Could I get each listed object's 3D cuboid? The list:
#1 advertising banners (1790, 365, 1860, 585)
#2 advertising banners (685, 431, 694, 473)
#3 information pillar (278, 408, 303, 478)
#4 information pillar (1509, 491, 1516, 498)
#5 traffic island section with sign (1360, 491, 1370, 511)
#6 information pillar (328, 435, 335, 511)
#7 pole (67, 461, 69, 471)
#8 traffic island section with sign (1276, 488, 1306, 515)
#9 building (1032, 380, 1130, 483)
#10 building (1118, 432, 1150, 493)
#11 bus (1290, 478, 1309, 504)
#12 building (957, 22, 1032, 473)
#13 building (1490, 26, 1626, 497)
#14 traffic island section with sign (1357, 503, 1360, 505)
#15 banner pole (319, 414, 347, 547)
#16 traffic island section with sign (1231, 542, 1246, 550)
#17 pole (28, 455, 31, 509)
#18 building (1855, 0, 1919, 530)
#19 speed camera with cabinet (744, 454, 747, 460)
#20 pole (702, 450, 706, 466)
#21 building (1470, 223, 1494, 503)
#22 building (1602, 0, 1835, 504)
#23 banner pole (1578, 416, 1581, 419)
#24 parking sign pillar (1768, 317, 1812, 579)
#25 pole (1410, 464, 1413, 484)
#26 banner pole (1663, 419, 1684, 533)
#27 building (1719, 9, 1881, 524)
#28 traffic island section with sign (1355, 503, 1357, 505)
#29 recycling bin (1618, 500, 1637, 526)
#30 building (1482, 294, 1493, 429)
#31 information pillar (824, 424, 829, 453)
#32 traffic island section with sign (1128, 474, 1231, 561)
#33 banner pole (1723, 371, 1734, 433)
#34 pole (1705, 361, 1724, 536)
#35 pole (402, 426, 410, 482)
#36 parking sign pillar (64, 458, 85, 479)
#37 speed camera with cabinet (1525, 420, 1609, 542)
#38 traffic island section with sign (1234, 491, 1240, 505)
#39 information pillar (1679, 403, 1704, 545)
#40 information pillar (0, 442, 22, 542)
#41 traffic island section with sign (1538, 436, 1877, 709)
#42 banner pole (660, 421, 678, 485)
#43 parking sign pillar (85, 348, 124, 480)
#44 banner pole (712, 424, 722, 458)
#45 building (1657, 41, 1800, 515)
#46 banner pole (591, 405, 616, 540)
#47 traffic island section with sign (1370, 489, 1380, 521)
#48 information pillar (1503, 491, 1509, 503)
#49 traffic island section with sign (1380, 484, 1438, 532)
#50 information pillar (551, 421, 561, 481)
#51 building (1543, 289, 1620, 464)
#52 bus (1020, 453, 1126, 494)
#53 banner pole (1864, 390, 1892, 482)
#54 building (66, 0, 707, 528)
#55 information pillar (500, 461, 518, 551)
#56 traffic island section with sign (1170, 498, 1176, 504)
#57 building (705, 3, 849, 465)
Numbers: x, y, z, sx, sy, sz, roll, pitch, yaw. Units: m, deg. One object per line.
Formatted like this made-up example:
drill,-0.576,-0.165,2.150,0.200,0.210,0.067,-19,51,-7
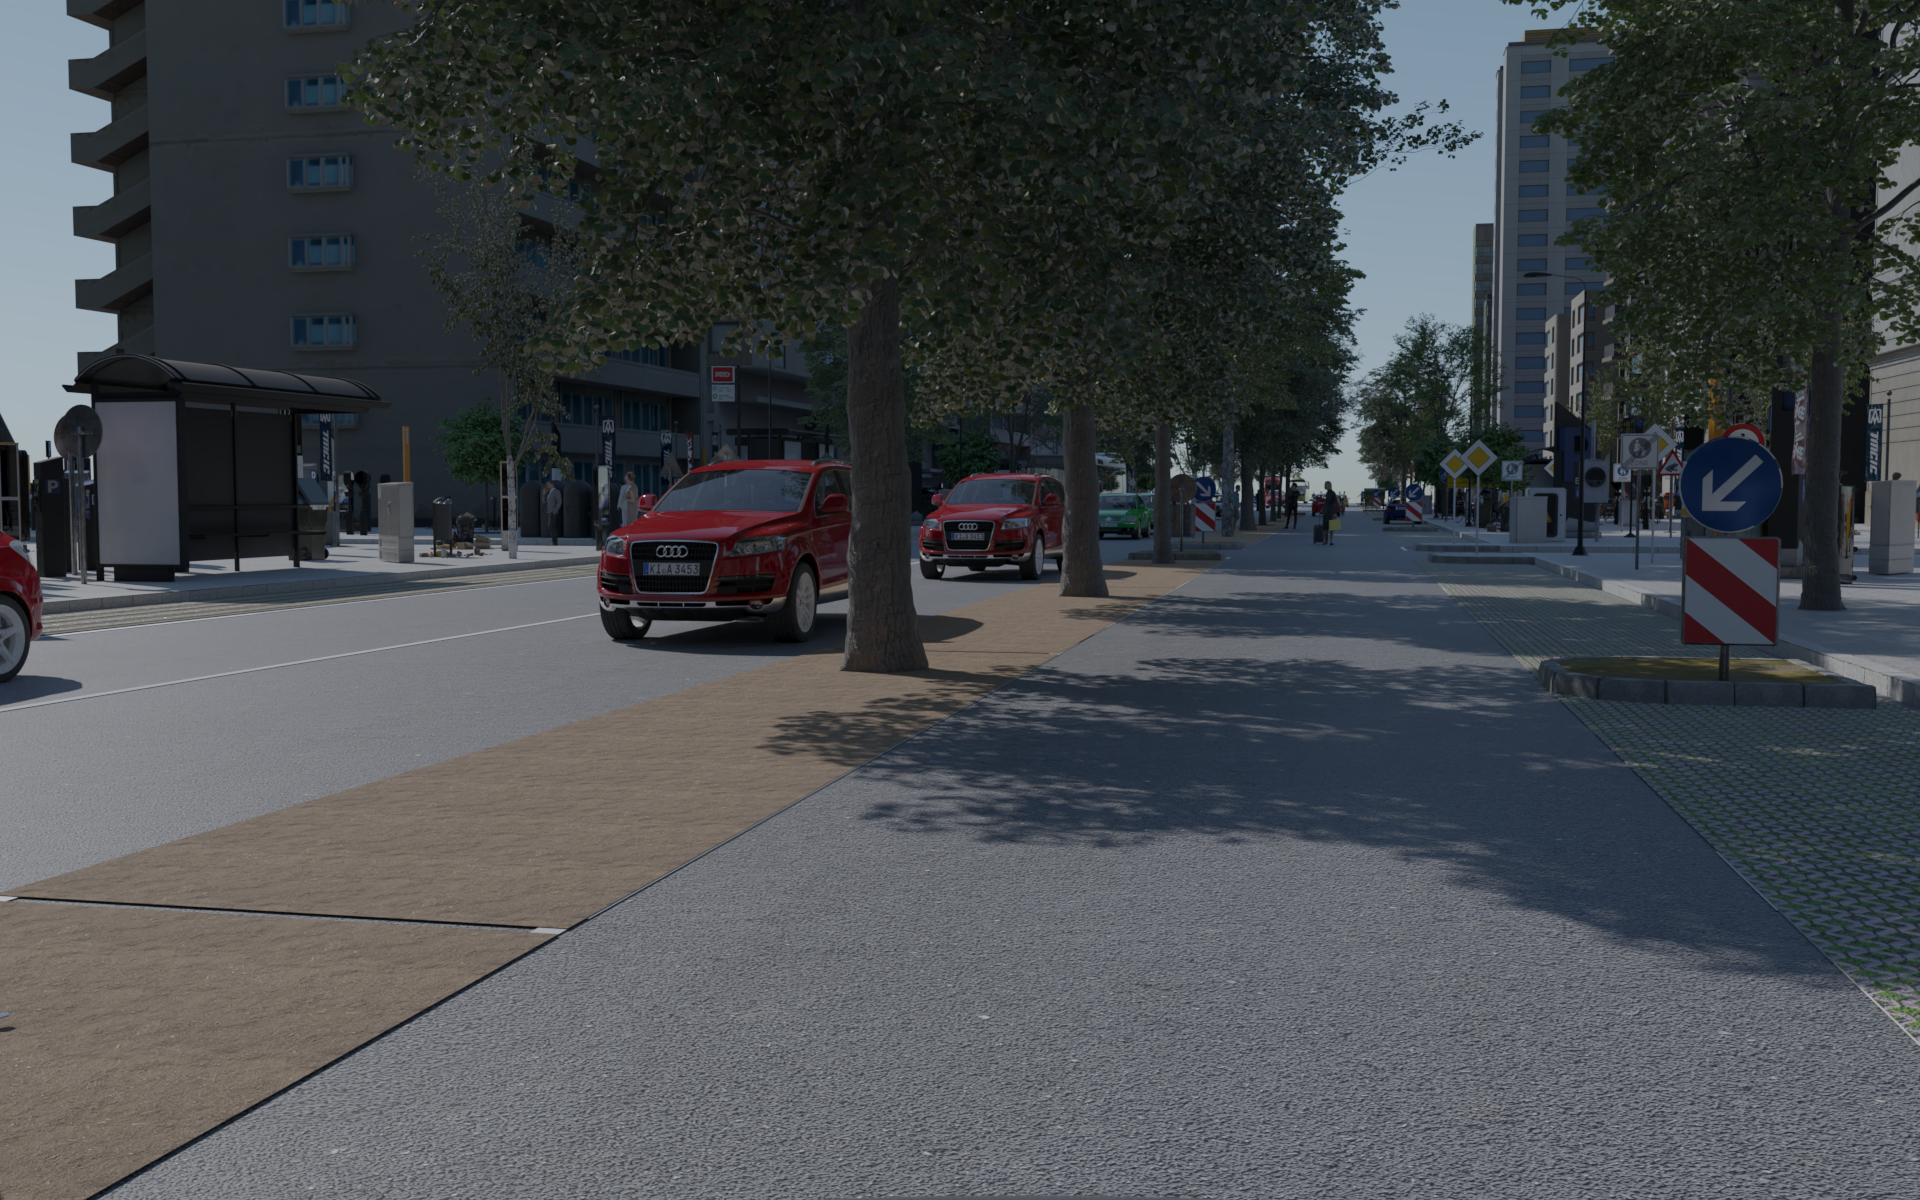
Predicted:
advertising banners,12.029,-1.709,24.134,2.074,3.025,0.090,-3,4,-38
advertising banners,-7.272,-3.212,48.709,0.090,3.025,2.074,1,4,16
information pillar,-14.492,-2.822,37.491,0.504,3.616,0.183,-1,4,-16
information pillar,26.895,-4.885,84.362,0.304,2.012,0.304,2,4,27
traffic island section with sign,34.100,-8.169,142.192,1.989,1.847,2.006,1,4,12
information pillar,-22.758,-4.367,62.762,0.504,3.616,0.183,3,4,38
pole,-37.667,-4.860,73.310,0.158,3.312,0.155,0,3,0
traffic island section with sign,22.732,-6.771,118.837,2.006,1.907,1.989,1,4,12
building,8.349,-39.541,235.726,28.713,52.752,27.495,1,4,12
building,13.843,-25.643,264.299,27.650,21.520,28.899,1,4,12
bus,51.736,-16.680,264.264,2.896,3.916,12.252,1,4,14
building,-5.453,-33.035,163.825,21.300,48.544,21.600,1,4,12
building,80.409,-41.817,225.705,21.231,58.520,28.212,1,4,12
traffic island section with sign,39.947,-9.779,168.508,1.989,1.847,2.006,1,4,12
banner pole,-15.125,-3.156,41.624,0.401,3.779,0.863,1,4,16
traffic island section with sign,6.449,-2.284,45.477,2.006,1.907,1.989,1,4,12
pole,-48.208,-5.858,89.620,0.158,3.312,0.155,0,3,0
building,48.406,-13.759,58.236,30.059,22.955,16.112,1,4,12
speed camera with cabinet,-10.728,-5.594,85.802,0.660,3.252,2.038,1,4,17
pole,-11.862,-5.286,80.272,0.158,3.312,0.155,0,3,0
building,84.284,-35.341,261.420,14.154,41.232,14.086,1,4,12
building,60.606,-29.020,129.105,22.147,44.769,28.867,1,4,12
banner pole,19.970,-4.035,55.983,0.401,3.779,0.863,1,4,23
parking sign pillar,12.796,-2.337,26.680,1.447,3.967,1.447,2,4,32
pole,30.156,-7.458,115.774,0.158,3.312,0.155,0,3,0
banner pole,23.716,-4.121,57.392,0.401,3.779,0.863,-1,4,-15
building,44.053,-15.410,81.628,12.332,23.373,15.834,1,4,12
traffic island section with sign,51.928,-13.080,222.479,1.989,1.847,2.006,1,4,12
recycling bin,26.735,-3.465,69.202,0.722,1.027,0.722,1,4,16
building,81.899,-29.123,247.864,14.160,30.474,14.107,1,4,12
information pillar,-4.455,-4.079,58.042,0.183,3.616,0.504,-1,4,-13
traffic island section with sign,4.834,-1.842,38.248,2.006,1.907,1.989,1,4,12
banner pole,14.465,-2.620,32.856,0.863,3.779,0.401,-2,4,-35
pole,11.550,-1.997,26.502,0.158,3.312,0.155,0,3,0
pole,-16.673,-3.569,52.201,0.158,3.312,0.155,0,3,0
parking sign pillar,-45.133,-6.123,88.579,1.447,3.967,1.447,1,4,12
speed camera with cabinet,16.213,-3.178,46.292,2.038,3.252,0.660,1,4,11
traffic island section with sign,35.563,-13.232,224.969,1.989,1.847,2.006,1,4,12
information pillar,18.373,-3.186,43.453,0.504,3.616,0.183,2,4,27
information pillar,-13.624,-1.236,24.706,0.304,2.012,0.304,2,4,35
traffic island section with sign,5.312,-0.242,12.593,1.989,1.847,2.006,1,4,12
banner pole,-9.917,-4.242,59.367,0.863,3.779,0.401,-3,5,-42
parking sign pillar,-15.685,-2.708,32.750,1.447,3.967,1.447,-2,4,-26
banner pole,-8.623,-4.379,61.606,0.401,3.779,0.863,1,4,21
building,49.494,-19.144,100.401,14.401,28.519,23.554,1,4,12
banner pole,-9.961,-3.577,48.501,0.863,3.779,0.401,2,4,24
traffic island section with sign,23.220,-5.171,93.180,1.989,1.847,2.006,1,4,12
information pillar,27.835,-5.906,87.924,0.504,3.616,0.183,-1,4,-20
traffic island section with sign,17.278,-3.538,66.481,1.989,1.847,2.006,1,4,12
information pillar,-13.014,-3.945,55.862,0.183,3.616,0.504,1,4,15
building,69.368,-19.133,157.864,27.650,21.520,28.899,1,4,12
bus,4.956,-4.740,72.354,2.948,3.499,13.247,1,4,12
banner pole,22.385,-3.191,42.188,0.401,3.779,0.863,-1,4,-20
building,-25.161,-27.687,76.382,21.300,48.544,21.600,1,4,12
information pillar,-10.168,-2.114,39.049,0.304,2.012,0.304,0,4,0
traffic island section with sign,17.901,-8.370,145.478,1.989,1.847,2.006,1,4,12
building,-14.026,-33.716,140.497,28.713,52.752,27.495,1,4,12
